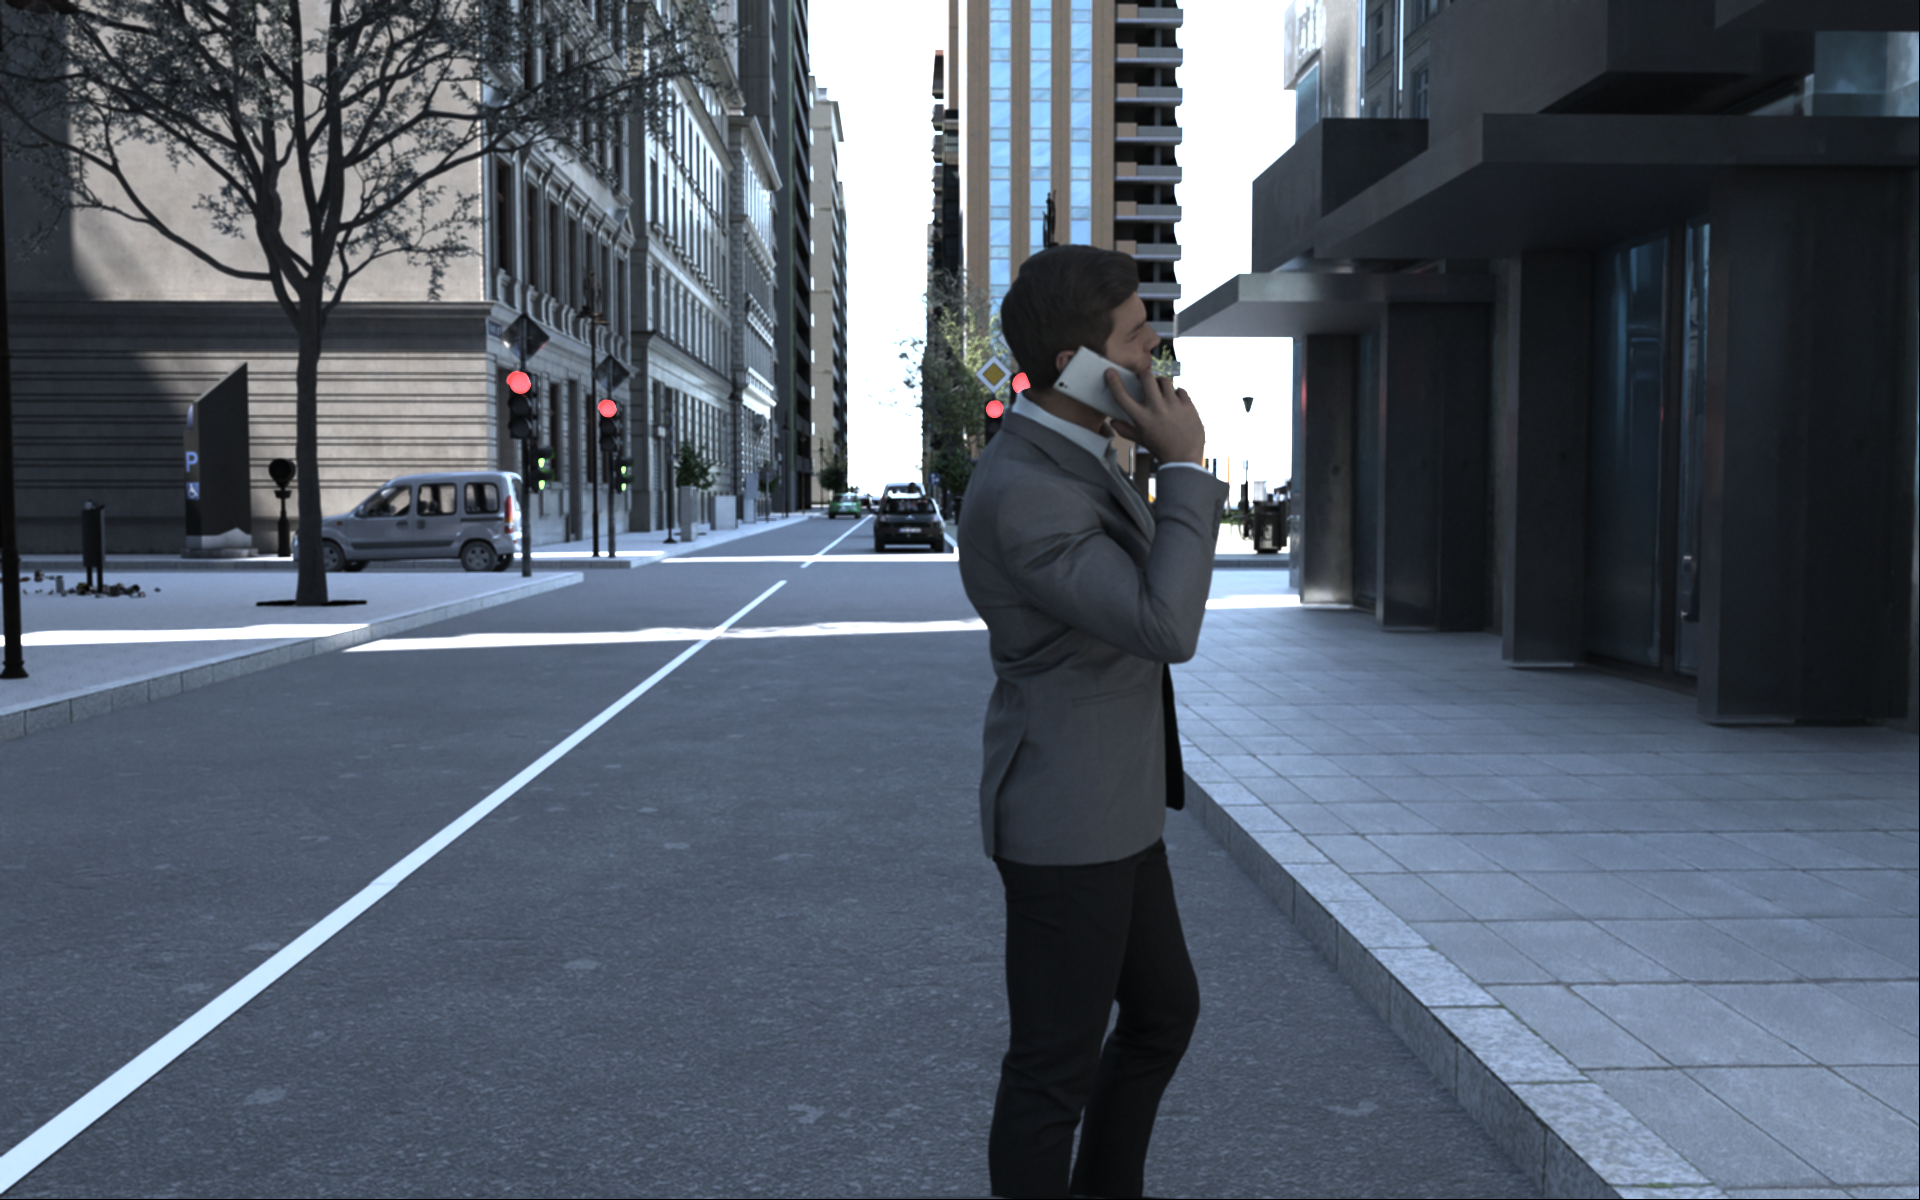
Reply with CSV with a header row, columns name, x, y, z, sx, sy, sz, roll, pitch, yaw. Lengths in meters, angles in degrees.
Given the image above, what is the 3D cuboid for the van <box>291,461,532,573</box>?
name,x,y,z,sx,sy,sz,roll,pitch,yaw
van,-9.895,-1.484,31.280,4.112,2.044,2.013,0,4,-2

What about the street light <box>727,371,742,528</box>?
name,x,y,z,sx,sy,sz,roll,pitch,yaw
street light,-8.464,-5.652,65.200,0.468,5.910,1.993,0,4,-2

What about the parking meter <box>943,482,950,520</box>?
name,x,y,z,sx,sy,sz,roll,pitch,yaw
parking meter,-0.670,-4.858,85.137,0.255,1.863,0.399,2,4,27

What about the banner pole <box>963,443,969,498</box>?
name,x,y,z,sx,sy,sz,roll,pitch,yaw
banner pole,0.287,-5.806,84.952,0.401,3.779,0.863,-1,4,-22

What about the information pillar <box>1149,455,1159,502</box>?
name,x,y,z,sx,sy,sz,roll,pitch,yaw
information pillar,10.259,-6.123,91.473,0.504,3.616,0.183,-1,4,-12

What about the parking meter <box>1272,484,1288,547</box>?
name,x,y,z,sx,sy,sz,roll,pitch,yaw
parking meter,7.764,-2.057,42.036,0.372,1.533,0.369,0,3,0

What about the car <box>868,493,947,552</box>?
name,x,y,z,sx,sy,sz,roll,pitch,yaw
car,-1.316,-2.088,43.924,2.009,1.686,4.222,0,4,-3

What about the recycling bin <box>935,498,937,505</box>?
name,x,y,z,sx,sy,sz,roll,pitch,yaw
recycling bin,-1.834,-5.914,109.255,0.722,1.027,0.722,0,4,-2

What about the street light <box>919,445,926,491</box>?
name,x,y,z,sx,sy,sz,roll,pitch,yaw
street light,-3.201,-11.236,156.499,0.468,5.910,1.993,0,4,-2

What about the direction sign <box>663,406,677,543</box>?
name,x,y,z,sx,sy,sz,roll,pitch,yaw
direction sign,-7.585,-3.255,45.210,0.379,3.537,0.876,0,4,0

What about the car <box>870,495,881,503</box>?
name,x,y,z,sx,sy,sz,roll,pitch,yaw
car,-11.999,-14.232,245.052,2.083,1.381,4.827,0,4,-1

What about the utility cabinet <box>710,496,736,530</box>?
name,x,y,z,sx,sy,sz,roll,pitch,yaw
utility cabinet,-8.465,-3.100,61.850,0.306,1.237,1.020,3,5,40

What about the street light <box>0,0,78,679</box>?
name,x,y,z,sx,sy,sz,roll,pitch,yaw
street light,-6.610,-2.394,11.923,0.468,5.910,1.993,0,4,-2

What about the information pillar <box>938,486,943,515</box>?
name,x,y,z,sx,sy,sz,roll,pitch,yaw
information pillar,-1.182,-6.375,108.722,0.304,2.012,0.304,-1,4,-12

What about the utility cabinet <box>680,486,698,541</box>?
name,x,y,z,sx,sy,sz,roll,pitch,yaw
utility cabinet,-7.376,-2.356,47.200,0.318,1.500,1.173,0,4,-1

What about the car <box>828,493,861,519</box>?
name,x,y,z,sx,sy,sz,roll,pitch,yaw
car,-6.713,-5.647,101.117,1.959,1.807,4.718,0,4,-1

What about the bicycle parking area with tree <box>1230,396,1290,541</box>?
name,x,y,z,sx,sy,sz,roll,pitch,yaw
bicycle parking area with tree,10.856,-3.841,49.811,8.231,4.147,9.016,3,5,40

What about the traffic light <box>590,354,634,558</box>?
name,x,y,z,sx,sy,sz,roll,pitch,yaw
traffic light,-6.991,-2.804,34.764,0.839,4.253,0.868,0,4,-2

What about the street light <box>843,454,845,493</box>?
name,x,y,z,sx,sy,sz,roll,pitch,yaw
street light,-13.072,-13.578,194.788,0.468,5.910,1.993,0,4,-2

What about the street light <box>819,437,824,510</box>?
name,x,y,z,sx,sy,sz,roll,pitch,yaw
street light,-11.247,-10.283,140.906,0.468,5.910,1.993,0,4,-2

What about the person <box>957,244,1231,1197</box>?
name,x,y,z,sx,sy,sz,roll,pitch,yaw
person,0.223,0.360,2.793,0.473,1.802,0.592,1,4,20

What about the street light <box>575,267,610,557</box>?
name,x,y,z,sx,sy,sz,roll,pitch,yaw
street light,-7.474,-3.828,35.377,0.468,5.910,1.993,0,4,-2

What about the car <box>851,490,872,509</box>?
name,x,y,z,sx,sy,sz,roll,pitch,yaw
car,-9.528,-9.549,164.796,2.281,1.827,5.304,0,4,-2

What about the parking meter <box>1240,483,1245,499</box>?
name,x,y,z,sx,sy,sz,roll,pitch,yaw
parking meter,15.178,-5.338,92.995,0.255,1.863,0.399,2,4,25

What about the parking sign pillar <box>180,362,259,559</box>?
name,x,y,z,sx,sy,sz,roll,pitch,yaw
parking sign pillar,-14.923,-2.833,34.797,1.447,3.967,1.447,1,4,23

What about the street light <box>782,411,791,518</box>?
name,x,y,z,sx,sy,sz,roll,pitch,yaw
street light,-9.481,-7.454,94.667,0.468,5.910,1.993,0,4,-2

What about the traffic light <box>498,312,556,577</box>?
name,x,y,z,sx,sy,sz,roll,pitch,yaw
traffic light,-6.711,-2.316,26.784,0.839,4.253,0.868,0,4,-2

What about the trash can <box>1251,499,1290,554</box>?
name,x,y,z,sx,sy,sz,roll,pitch,yaw
trash can,6.658,-1.579,37.472,0.748,1.137,0.748,0,3,0

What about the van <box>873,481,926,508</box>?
name,x,y,z,sx,sy,sz,roll,pitch,yaw
van,-1.916,-3.142,58.380,2.013,2.044,4.112,0,4,-3

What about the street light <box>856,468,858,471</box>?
name,x,y,z,sx,sy,sz,roll,pitch,yaw
street light,-15.098,-17.175,253.603,0.468,5.910,1.993,0,4,-2

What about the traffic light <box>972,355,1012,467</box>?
name,x,y,z,sx,sy,sz,roll,pitch,yaw
traffic light,0.665,-2.821,35.047,0.839,4.253,0.868,0,4,-2

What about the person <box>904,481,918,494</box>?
name,x,y,z,sx,sy,sz,roll,pitch,yaw
person,-1.436,-2.706,52.756,0.555,1.821,0.388,0,4,-5

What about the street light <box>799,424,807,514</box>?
name,x,y,z,sx,sy,sz,roll,pitch,yaw
street light,-10.083,-8.484,111.504,0.468,5.910,1.993,0,4,-2

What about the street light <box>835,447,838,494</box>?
name,x,y,z,sx,sy,sz,roll,pitch,yaw
street light,-12.175,-12.102,170.649,0.468,5.910,1.993,0,4,-2

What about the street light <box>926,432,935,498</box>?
name,x,y,z,sx,sy,sz,roll,pitch,yaw
street light,-2.045,-9.402,126.505,0.468,5.910,1.993,0,4,-2

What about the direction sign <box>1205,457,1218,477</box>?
name,x,y,z,sx,sy,sz,roll,pitch,yaw
direction sign,15.492,-7.035,107.016,0.876,3.537,0.379,-1,4,-18

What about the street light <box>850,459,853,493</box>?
name,x,y,z,sx,sy,sz,roll,pitch,yaw
street light,-14.057,-15.377,224.196,0.468,5.910,1.993,0,4,-2

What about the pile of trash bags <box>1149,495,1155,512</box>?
name,x,y,z,sx,sy,sz,roll,pitch,yaw
pile of trash bags,6.560,-3.283,63.430,1.912,1.369,3.447,1,4,8

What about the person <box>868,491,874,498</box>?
name,x,y,z,sx,sy,sz,roll,pitch,yaw
person,-12.215,-13.678,232.152,1.348,1.821,0.705,1,4,9

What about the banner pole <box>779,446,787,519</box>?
name,x,y,z,sx,sy,sz,roll,pitch,yaw
banner pole,-9.299,-6.121,90.102,0.401,3.779,0.863,1,4,14

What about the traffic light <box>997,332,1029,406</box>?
name,x,y,z,sx,sy,sz,roll,pitch,yaw
traffic light,0.945,-2.333,27.067,0.839,4.253,0.868,0,4,-2

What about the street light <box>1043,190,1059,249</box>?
name,x,y,z,sx,sy,sz,roll,pitch,yaw
street light,1.364,-3.298,26.717,0.468,5.910,1.993,0,4,-2
